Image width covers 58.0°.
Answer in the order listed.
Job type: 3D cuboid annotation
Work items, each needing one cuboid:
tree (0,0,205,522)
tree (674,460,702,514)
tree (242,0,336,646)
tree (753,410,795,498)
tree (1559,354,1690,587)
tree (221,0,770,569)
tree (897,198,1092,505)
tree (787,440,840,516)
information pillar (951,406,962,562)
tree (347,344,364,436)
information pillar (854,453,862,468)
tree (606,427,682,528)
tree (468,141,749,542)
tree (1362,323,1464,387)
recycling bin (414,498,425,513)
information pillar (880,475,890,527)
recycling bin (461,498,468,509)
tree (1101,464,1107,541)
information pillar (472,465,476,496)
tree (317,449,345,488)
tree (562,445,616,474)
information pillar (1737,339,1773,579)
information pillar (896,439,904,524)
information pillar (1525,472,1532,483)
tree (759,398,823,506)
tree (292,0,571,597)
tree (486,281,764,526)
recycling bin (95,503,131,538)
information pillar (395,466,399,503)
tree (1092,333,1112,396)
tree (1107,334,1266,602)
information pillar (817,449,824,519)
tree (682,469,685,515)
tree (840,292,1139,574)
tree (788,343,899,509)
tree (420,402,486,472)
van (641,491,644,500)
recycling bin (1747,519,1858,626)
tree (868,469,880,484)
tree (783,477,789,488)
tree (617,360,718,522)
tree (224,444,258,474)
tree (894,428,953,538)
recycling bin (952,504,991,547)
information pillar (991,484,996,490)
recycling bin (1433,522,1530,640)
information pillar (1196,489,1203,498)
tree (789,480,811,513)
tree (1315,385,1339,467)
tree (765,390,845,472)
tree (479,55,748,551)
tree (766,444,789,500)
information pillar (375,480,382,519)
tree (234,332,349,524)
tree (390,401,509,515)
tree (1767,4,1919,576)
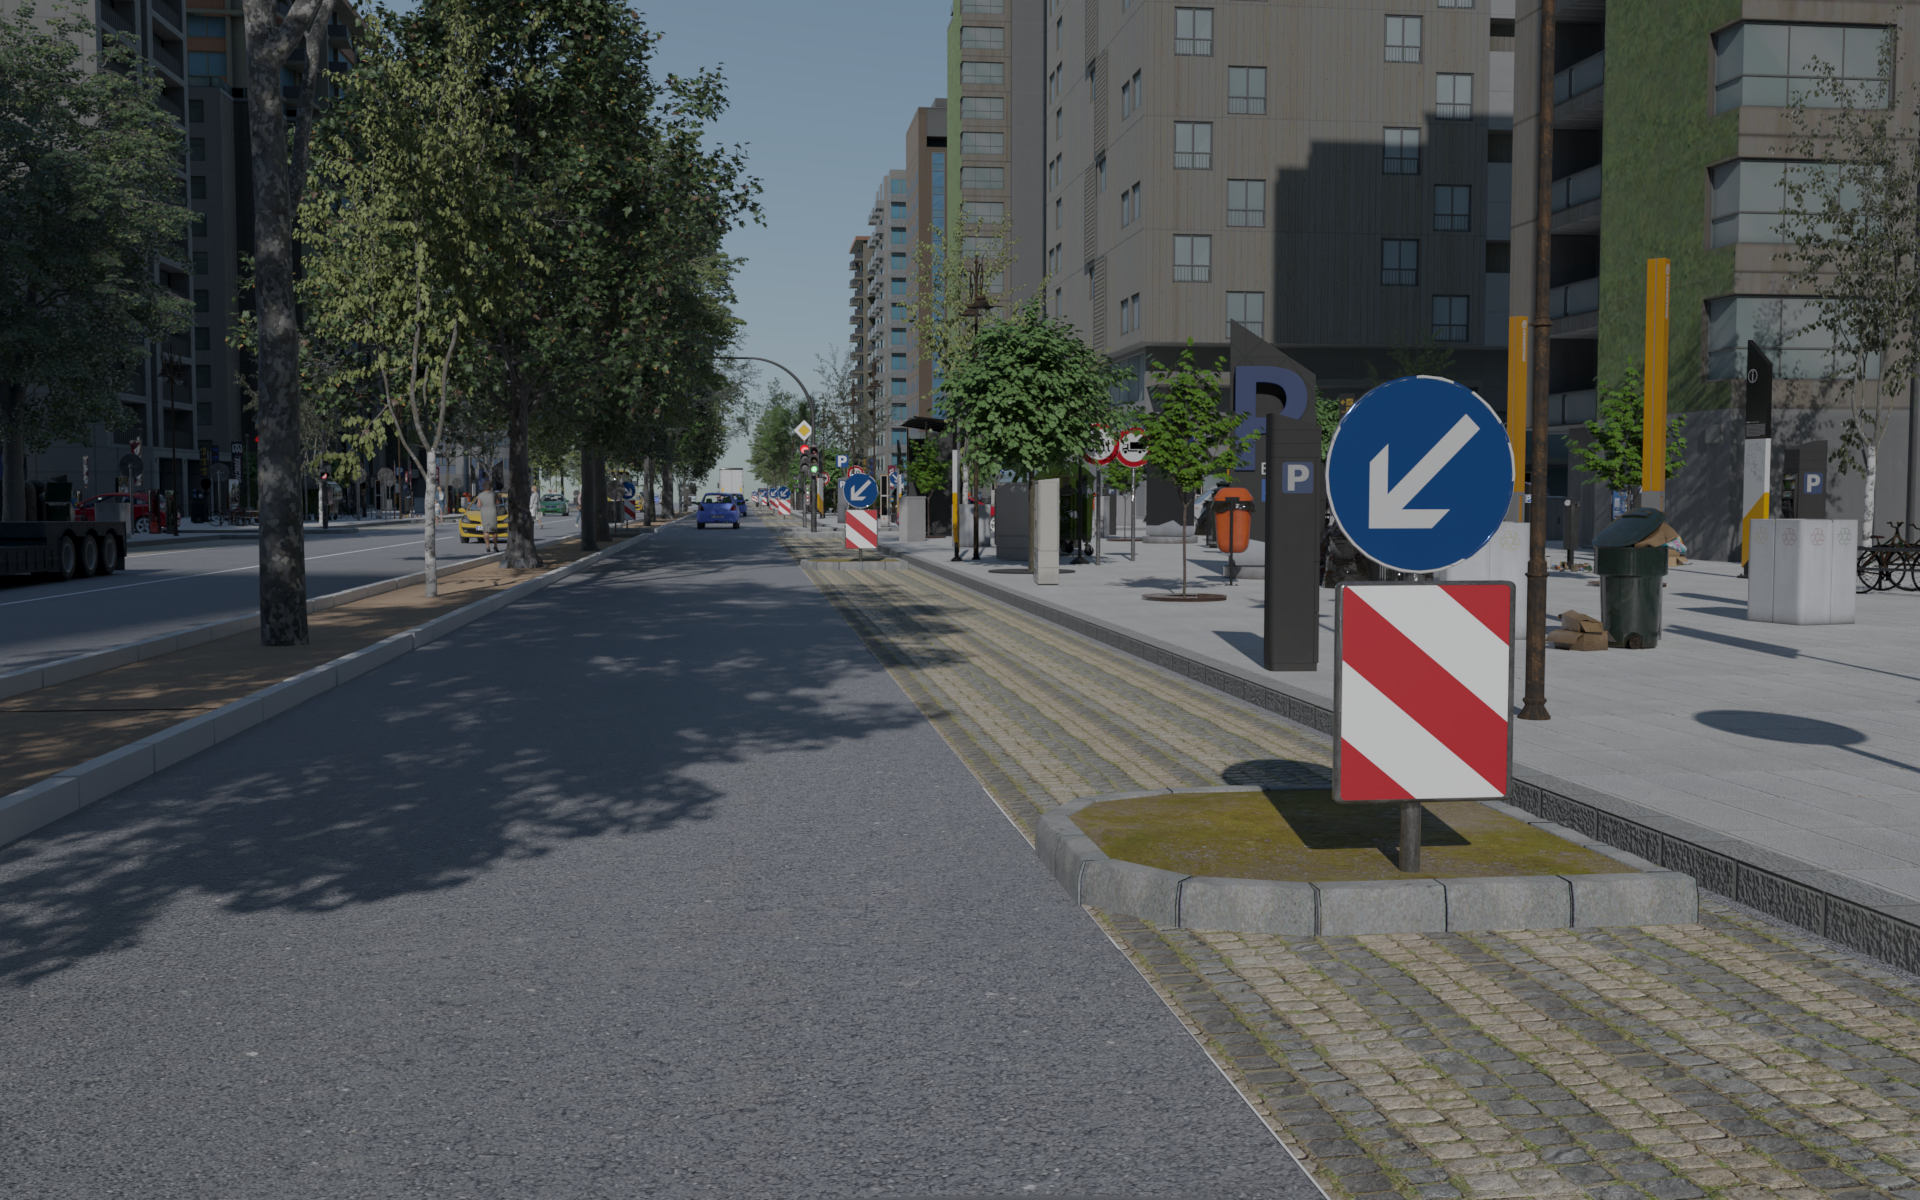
[{"bbox_3d":[-24.264,-8.390,43.838,9.857,13.997,8.962,0,3,0],"label":"tree"},{"bbox_3d":[-20.374,-10.583,125.853,4.360,8.622,3.978,0,3,0],"label":"tree"},{"bbox_3d":[-5.081,-9.587,15.093,12.611,20.169,13.585,0,3,0],"label":"tree"},{"bbox_3d":[-25.380,-19.239,232.691,7.486,12.596,7.792,0,3,0],"label":"tree"},{"bbox_3d":[9.158,-1.800,24.037,1.663,3.219,1.824,0,3,0],"label":"tree"},{"bbox_3d":[-8.486,-6.946,33.039,9.611,12.733,9.660,0,3,0],"label":"tree"},{"bbox_3d":[0.352,-5.746,44.314,4.737,8.622,4.395,0,3,0],"label":"tree"},{"bbox_3d":[-7.497,-7.289,102.892,4.285,4.588,4.351,0,3,0],"label":"tree"},{"bbox_3d":[-0.072,-2.539,32.875,0.183,3.616,0.504,0,4,6],"label":"information pillar"},{"bbox_3d":[-27.465,-7.579,74.282,4.360,8.622,3.978,0,3,0],"label":"tree"},{"bbox_3d":[-5.403,-6.089,90.914,0.504,3.616,0.183,2,4,26],"label":"information pillar"},{"bbox_3d":[-13.328,-7.026,67.690,4.737,8.622,4.395,0,3,0],"label":"tree"},{"bbox_3d":[-10.735,-8.699,51.338,9.857,13.997,8.962,0,3,0],"label":"tree"},{"bbox_3d":[19.382,-7.555,73.890,4.737,8.622,4.395,0,3,0],"label":"tree"},{"bbox_3d":[-36.147,-6.324,115.949,0.722,1.027,0.722,-1,4,-16],"label":"recycling bin"},{"bbox_3d":[-2.875,-3.802,66.651,0.304,2.012,0.304,1,4,14],"label":"information pillar"},{"bbox_3d":[-35.466,-6.764,123.146,0.722,1.027,0.722,0,4,4],"label":"recycling bin"},{"bbox_3d":[4.447,-3.223,47.293,1.663,3.219,1.824,0,3,0],"label":"tree"},{"bbox_3d":[-38.647,-8.944,137.589,0.183,3.616,0.504,1,4,12],"label":"information pillar"},{"bbox_3d":[-43.950,-8.356,120.330,4.285,4.588,4.351,0,3,0],"label":"tree"},{"bbox_3d":[-42.564,-16.108,197.780,8.767,10.594,7.601,-1,4,-17],"label":"tree"},{"bbox_3d":[11.996,-2.124,26.083,0.183,3.616,0.504,-1,4,-13],"label":"information pillar"},{"bbox_3d":[-2.596,-5.038,73.733,0.183,3.616,0.504,-1,4,-14],"label":"information pillar"},{"bbox_3d":[18.558,-3.207,56.920,0.304,2.012,0.304,-1,4,-16],"label":"information pillar"},{"bbox_3d":[-17.928,-15.879,185.372,9.928,11.665,9.643,0,3,0],"label":"tree"},{"bbox_3d":[-7.398,-4.352,23.978,4.737,8.622,4.395,0,3,0],"label":"tree"},{"bbox_3d":[-13.916,-10.009,76.479,12.009,13.543,11.850,0,3,0],"label":"tree"},{"bbox_3d":[-24.419,-2.286,49.937,0.722,1.027,0.722,0,4,-1],"label":"recycling bin"},{"bbox_3d":[-44.443,-8.907,136.985,0.183,3.616,0.504,2,4,35],"label":"information pillar"},{"bbox_3d":[5.180,-7.920,79.858,4.737,8.622,4.395,0,3,0],"label":"tree"},{"bbox_3d":[2.862,-1.612,20.957,1.663,3.219,1.824,0,3,0],"label":"tree"},{"bbox_3d":[-7.248,-6.023,89.832,0.183,3.616,0.504,1,4,21],"label":"information pillar"},{"bbox_3d":[-18.124,-9.354,105.751,4.737,8.622,4.395,0,3,0],"label":"tree"},{"bbox_3d":[1.114,-2.729,28.340,4.285,4.588,4.351,0,3,0],"label":"tree"},{"bbox_3d":[-5.349,-8.188,84.232,4.360,8.622,3.978,0,3,0],"label":"tree"},{"bbox_3d":[-33.978,-13.106,124.649,12.009,13.543,11.850,0,3,0],"label":"tree"},{"bbox_3d":[-41.867,-13.736,231.592,2.013,2.044,4.112,-1,4,-8],"label":"van"},{"bbox_3d":[8.403,-0.290,17.288,0.722,1.027,0.722,-1,4,-20],"label":"recycling bin"},{"bbox_3d":[-5.880,-7.491,117.081,1.663,3.219,1.824,0,3,0],"label":"tree"},{"bbox_3d":[-16.862,-11.059,175.414,1.663,3.219,1.824,0,3,0],"label":"tree"},{"bbox_3d":[-15.799,-9.780,88.116,9.928,11.665,9.643,0,3,0],"label":"tree"},{"bbox_3d":[-46.896,-7.926,113.311,4.285,4.588,4.351,0,3,0],"label":"tree"},{"bbox_3d":[-0.823,-3.417,50.468,1.663,3.219,1.824,0,3,0],"label":"tree"},{"bbox_3d":[0.276,-1.820,42.316,0.722,1.027,0.722,-2,4,-30],"label":"recycling bin"},{"bbox_3d":[2.383,-7.077,120.205,0.304,2.012,0.304,2,4,31],"label":"information pillar"},{"bbox_3d":[4.681,-0.185,15.587,0.722,1.027,0.722,0,4,6],"label":"recycling bin"},{"bbox_3d":[11.281,-4.715,81.580,0.304,2.012,0.304,1,4,23],"label":"information pillar"},{"bbox_3d":[-10.605,-7.705,120.575,1.663,3.219,1.824,0,3,0],"label":"tree"},{"bbox_3d":[10.186,-4.053,49.973,4.285,4.588,4.351,0,3,0],"label":"tree"},{"bbox_3d":[-13.924,-13.454,154.393,7.601,10.594,8.767,1,4,12],"label":"tree"},{"bbox_3d":[-9.169,-7.472,42.754,7.486,12.596,7.792,0,3,0],"label":"tree"},{"bbox_3d":[-19.601,-15.004,195.674,4.360,8.622,3.978,0,3,0],"label":"tree"},{"bbox_3d":[-30.338,-5.253,90.376,0.304,2.012,0.304,-1,4,-13],"label":"information pillar"},{"bbox_3d":[-26.393,-7.211,68.259,4.360,8.622,3.978,0,3,0],"label":"tree"},{"bbox_3d":[-30.568,-10.356,103.734,7.601,10.594,8.767,-1,4,-9],"label":"tree"},{"bbox_3d":[14.549,-4.696,27.135,4.360,8.622,3.978,0,3,0],"label":"tree"}]
